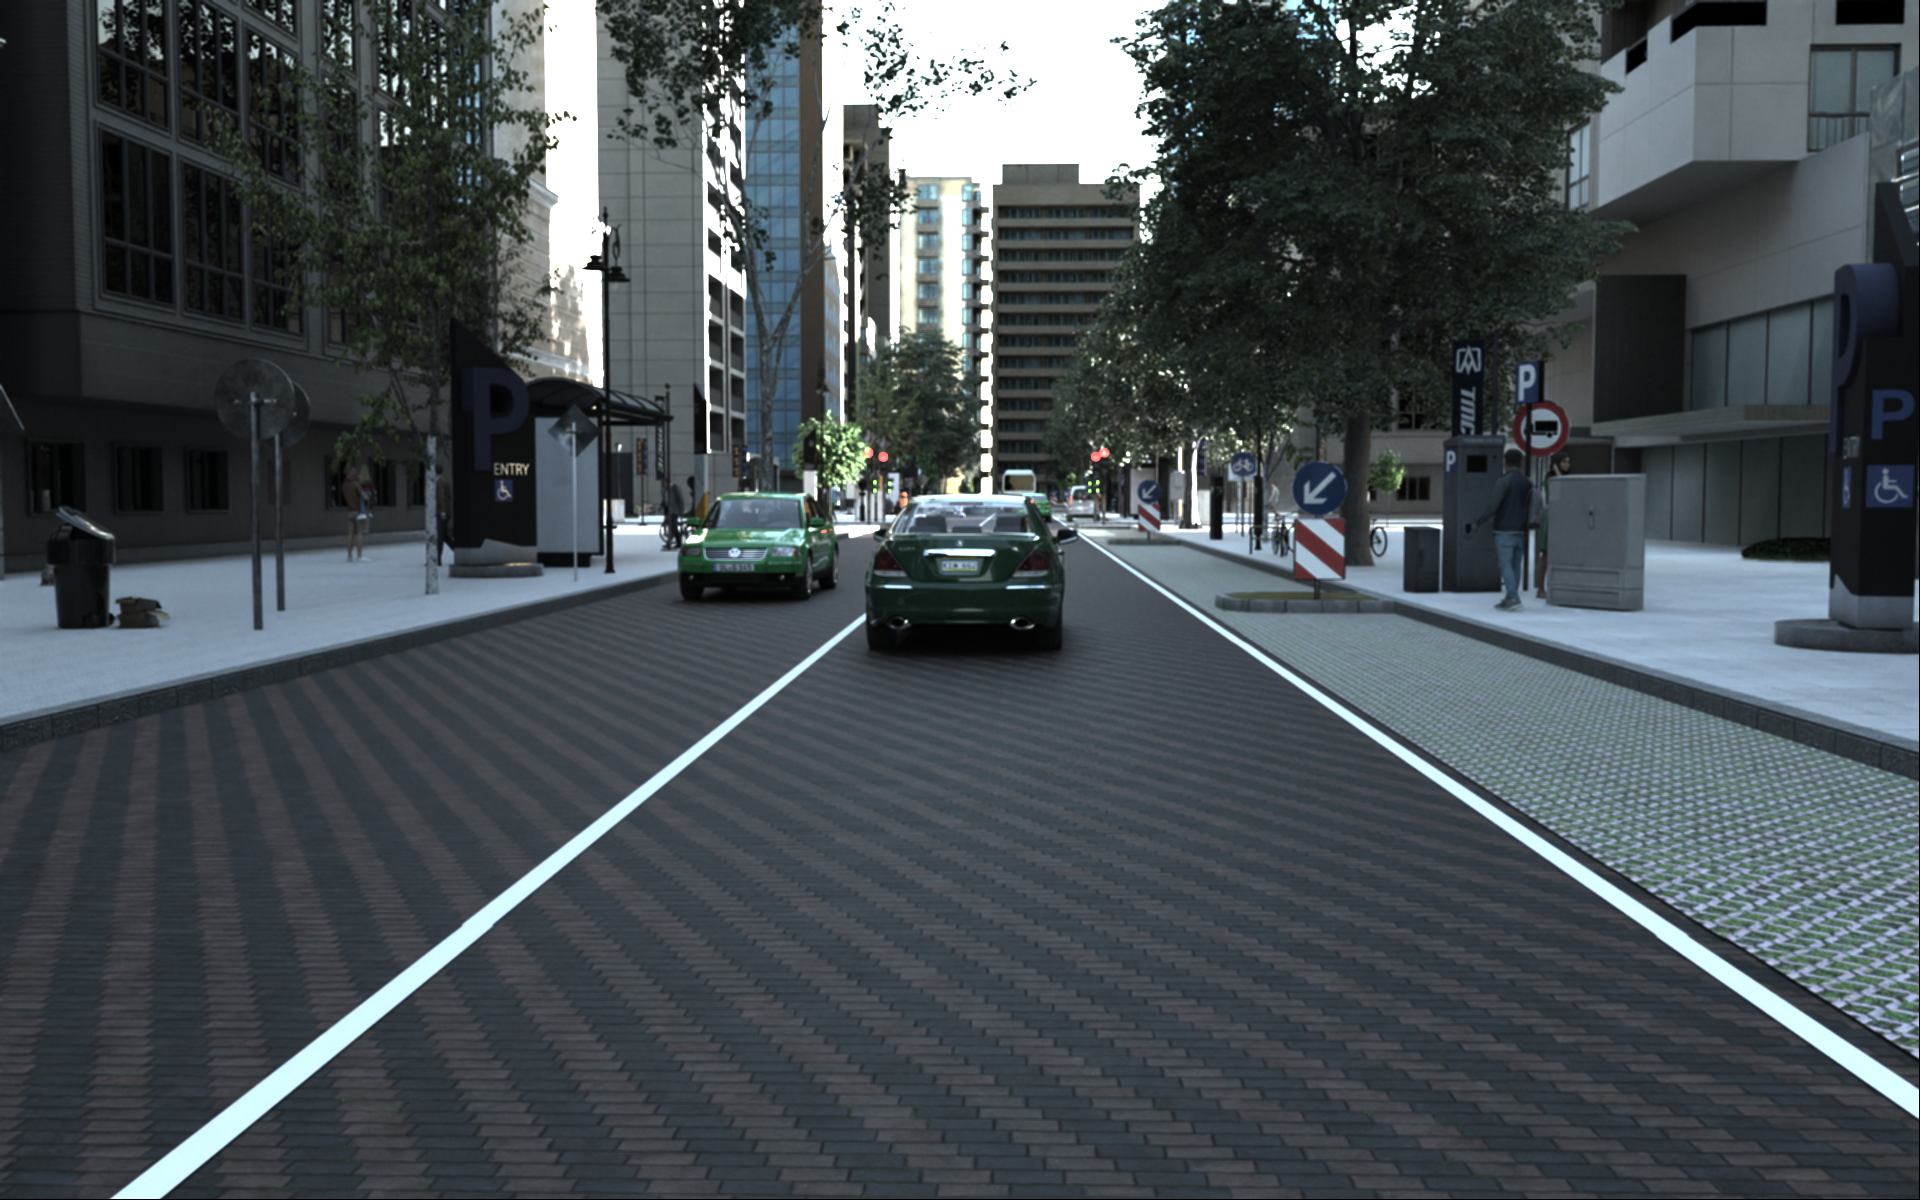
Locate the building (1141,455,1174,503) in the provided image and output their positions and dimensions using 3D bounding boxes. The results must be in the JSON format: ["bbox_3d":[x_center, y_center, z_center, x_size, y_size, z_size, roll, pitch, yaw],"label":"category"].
[{"bbox_3d":[33.310,-20.223,175.693,27.650,21.520,28.899,0,4,2],"label":"building"}]

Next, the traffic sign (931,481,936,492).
[{"bbox_3d":[-2.199,-8.314,138.069,0.606,2.300,0.079,0,4,5],"label":"traffic sign"}]

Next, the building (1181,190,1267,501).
[{"bbox_3d":[24.581,-21.038,141.228,12.463,27.353,25.104,0,4,2],"label":"building"}]

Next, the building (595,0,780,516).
[{"bbox_3d":[-22.505,-41.097,110.196,20.563,71.187,20.611,0,4,2],"label":"building"}]

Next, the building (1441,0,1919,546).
[{"bbox_3d":[29.973,-28.028,47.490,28.713,52.752,27.495,0,4,2],"label":"building"}]

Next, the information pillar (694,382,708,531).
[{"bbox_3d":[-5.382,-2.729,35.966,0.183,3.616,0.504,-2,4,-35],"label":"information pillar"}]

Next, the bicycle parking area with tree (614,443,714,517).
[{"bbox_3d":[-16.898,-6.755,97.450,8.231,4.147,9.016,2,4,26],"label":"bicycle parking area with tree"}]

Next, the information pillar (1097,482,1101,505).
[{"bbox_3d":[9.473,-7.800,118.882,0.504,3.616,0.183,3,5,40],"label":"information pillar"}]

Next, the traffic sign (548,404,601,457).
[{"bbox_3d":[-5.676,-1.574,25.463,0.795,2.593,0.064,0,4,2],"label":"traffic sign"}]

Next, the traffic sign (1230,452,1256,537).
[{"bbox_3d":[8.528,-3.186,52.195,0.768,2.556,0.104,1,4,8],"label":"traffic sign"}]

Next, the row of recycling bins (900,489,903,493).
[{"bbox_3d":[-4.449,-7.492,129.599,1.069,1.692,3.534,0,4,0],"label":"row of recycling bins"}]

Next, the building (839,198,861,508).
[{"bbox_3d":[-16.973,-23.896,162.394,14.160,30.474,14.107,0,4,2],"label":"building"}]

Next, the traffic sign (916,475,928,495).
[{"bbox_3d":[-2.485,-6.895,112.839,0.768,2.556,0.104,0,4,7],"label":"traffic sign"}]

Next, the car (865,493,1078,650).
[{"bbox_3d":[0.129,-0.343,17.409,2.131,1.459,4.920,0,4,3],"label":"car"}]

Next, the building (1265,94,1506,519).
[{"bbox_3d":[32.381,-16.737,92.717,30.058,24.678,14.314,0,4,2],"label":"building"}]

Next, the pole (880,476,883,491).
[{"bbox_3d":[-3.857,-5.599,85.384,0.158,3.312,0.155,0,3,0],"label":"pole"}]

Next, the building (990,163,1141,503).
[{"bbox_3d":[15.324,-38.655,255.715,21.600,48.544,21.300,0,4,2],"label":"building"}]

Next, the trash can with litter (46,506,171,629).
[{"bbox_3d":[-8.199,-0.325,16.699,1.055,1.170,0.624,0,4,-6],"label":"trash can with litter"}]

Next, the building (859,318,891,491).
[{"bbox_3d":[-22.206,-20.768,184.593,27.650,21.520,28.899,0,4,2],"label":"building"}]

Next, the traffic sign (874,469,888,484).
[{"bbox_3d":[-4.054,-5.420,88.720,0.768,2.556,0.104,0,4,8],"label":"traffic sign"}]

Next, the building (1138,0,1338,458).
[{"bbox_3d":[32.498,-54.517,204.020,22.319,86.520,31.000,0,4,2],"label":"building"}]

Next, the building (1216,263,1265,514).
[{"bbox_3d":[23.337,-15.580,119.355,10.561,19.102,19.286,0,4,2],"label":"building"}]

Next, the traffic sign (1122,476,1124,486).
[{"bbox_3d":[11.384,-7.283,119.175,0.768,2.556,0.104,1,4,9],"label":"traffic sign"}]

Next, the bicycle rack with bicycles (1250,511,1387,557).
[{"bbox_3d":[7.343,-1.410,36.428,2.852,0.926,2.925,-1,4,-10],"label":"bicycle rack with bicycles"}]

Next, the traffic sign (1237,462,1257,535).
[{"bbox_3d":[9.121,-3.200,54.443,0.606,2.300,0.079,0,4,4],"label":"traffic sign"}]

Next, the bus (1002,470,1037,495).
[{"bbox_3d":[4.791,-8.854,139.619,2.948,3.499,13.247,0,4,2],"label":"bus"}]

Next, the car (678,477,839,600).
[{"bbox_3d":[-2.836,-0.987,24.935,1.959,1.807,4.718,0,4,3],"label":"car"}]

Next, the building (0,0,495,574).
[{"bbox_3d":[-20.339,-14.908,37.259,14.314,27.812,24.014,0,4,2],"label":"building"}]

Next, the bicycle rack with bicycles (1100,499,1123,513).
[{"bbox_3d":[10.742,-6.229,115.228,2.852,0.926,2.925,-3,4,-37],"label":"bicycle rack with bicycles"}]

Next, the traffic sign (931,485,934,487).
[{"bbox_3d":[-2.357,-8.317,136.095,0.768,2.556,0.104,1,4,8],"label":"traffic sign"}]

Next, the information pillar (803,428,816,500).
[{"bbox_3d":[-5.318,-4.293,61.550,0.504,3.616,0.183,2,4,23],"label":"information pillar"}]

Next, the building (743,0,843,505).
[{"bbox_3d":[-17.245,-30.099,142.225,14.600,45.320,14.200,0,4,2],"label":"building"}]

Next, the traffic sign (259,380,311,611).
[{"bbox_3d":[-7.471,-1.154,18.980,0.768,2.556,0.104,1,4,10],"label":"traffic sign"}]

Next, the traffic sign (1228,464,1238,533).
[{"bbox_3d":[9.118,-3.358,57.030,0.606,2.300,0.079,0,4,7],"label":"traffic sign"}]

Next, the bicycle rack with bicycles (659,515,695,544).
[{"bbox_3d":[-6.265,-1.897,44.393,2.925,0.926,2.852,0,4,2],"label":"bicycle rack with bicycles"}]

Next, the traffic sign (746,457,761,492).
[{"bbox_3d":[-7.023,-3.646,59.719,0.768,2.556,0.104,0,4,7],"label":"traffic sign"}]

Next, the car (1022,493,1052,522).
[{"bbox_3d":[3.777,-4.909,89.051,1.959,1.807,4.718,0,4,1],"label":"car"}]

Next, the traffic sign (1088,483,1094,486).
[{"bbox_3d":[9.661,-7.658,125.211,0.884,2.594,0.081,0,4,3],"label":"traffic sign"}]

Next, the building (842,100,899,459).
[{"bbox_3d":[-18.789,-36.010,212.465,21.600,48.544,21.300,0,4,2],"label":"building"}]

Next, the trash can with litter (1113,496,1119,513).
[{"bbox_3d":[10.923,-6.649,120.090,0.624,1.170,1.055,1,4,8],"label":"trash can with litter"}]

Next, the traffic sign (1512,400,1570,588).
[{"bbox_3d":[7.883,-1.436,23.589,0.768,2.556,0.104,0,4,6],"label":"traffic sign"}]

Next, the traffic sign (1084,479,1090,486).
[{"bbox_3d":[9.970,-8.163,133.567,0.768,2.556,0.104,1,4,10],"label":"traffic sign"}]

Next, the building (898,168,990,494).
[{"bbox_3d":[-10.748,-38.998,257.232,30.456,49.044,23.786,0,4,2],"label":"building"}]

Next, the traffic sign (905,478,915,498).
[{"bbox_3d":[-3.137,-6.529,108.879,0.606,2.300,0.079,0,4,7],"label":"traffic sign"}]

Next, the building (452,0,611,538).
[{"bbox_3d":[-22.921,-16.572,56.863,20.117,28.700,13.634,0,4,2],"label":"building"}]

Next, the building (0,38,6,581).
[{"bbox_3d":[-20.075,-14.240,10.316,11.434,29.767,29.804,0,4,2],"label":"building"}]

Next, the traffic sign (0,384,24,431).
[{"bbox_3d":[-8.348,-0.900,14.719,0.884,2.594,0.081,1,4,12],"label":"traffic sign"}]

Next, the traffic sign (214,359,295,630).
[{"bbox_3d":[-6.644,-0.992,16.323,0.768,2.556,0.104,0,4,2],"label":"traffic sign"}]

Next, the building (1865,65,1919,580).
[{"bbox_3d":[25.050,-42.615,9.429,22.319,86.520,31.000,0,4,2],"label":"building"}]
